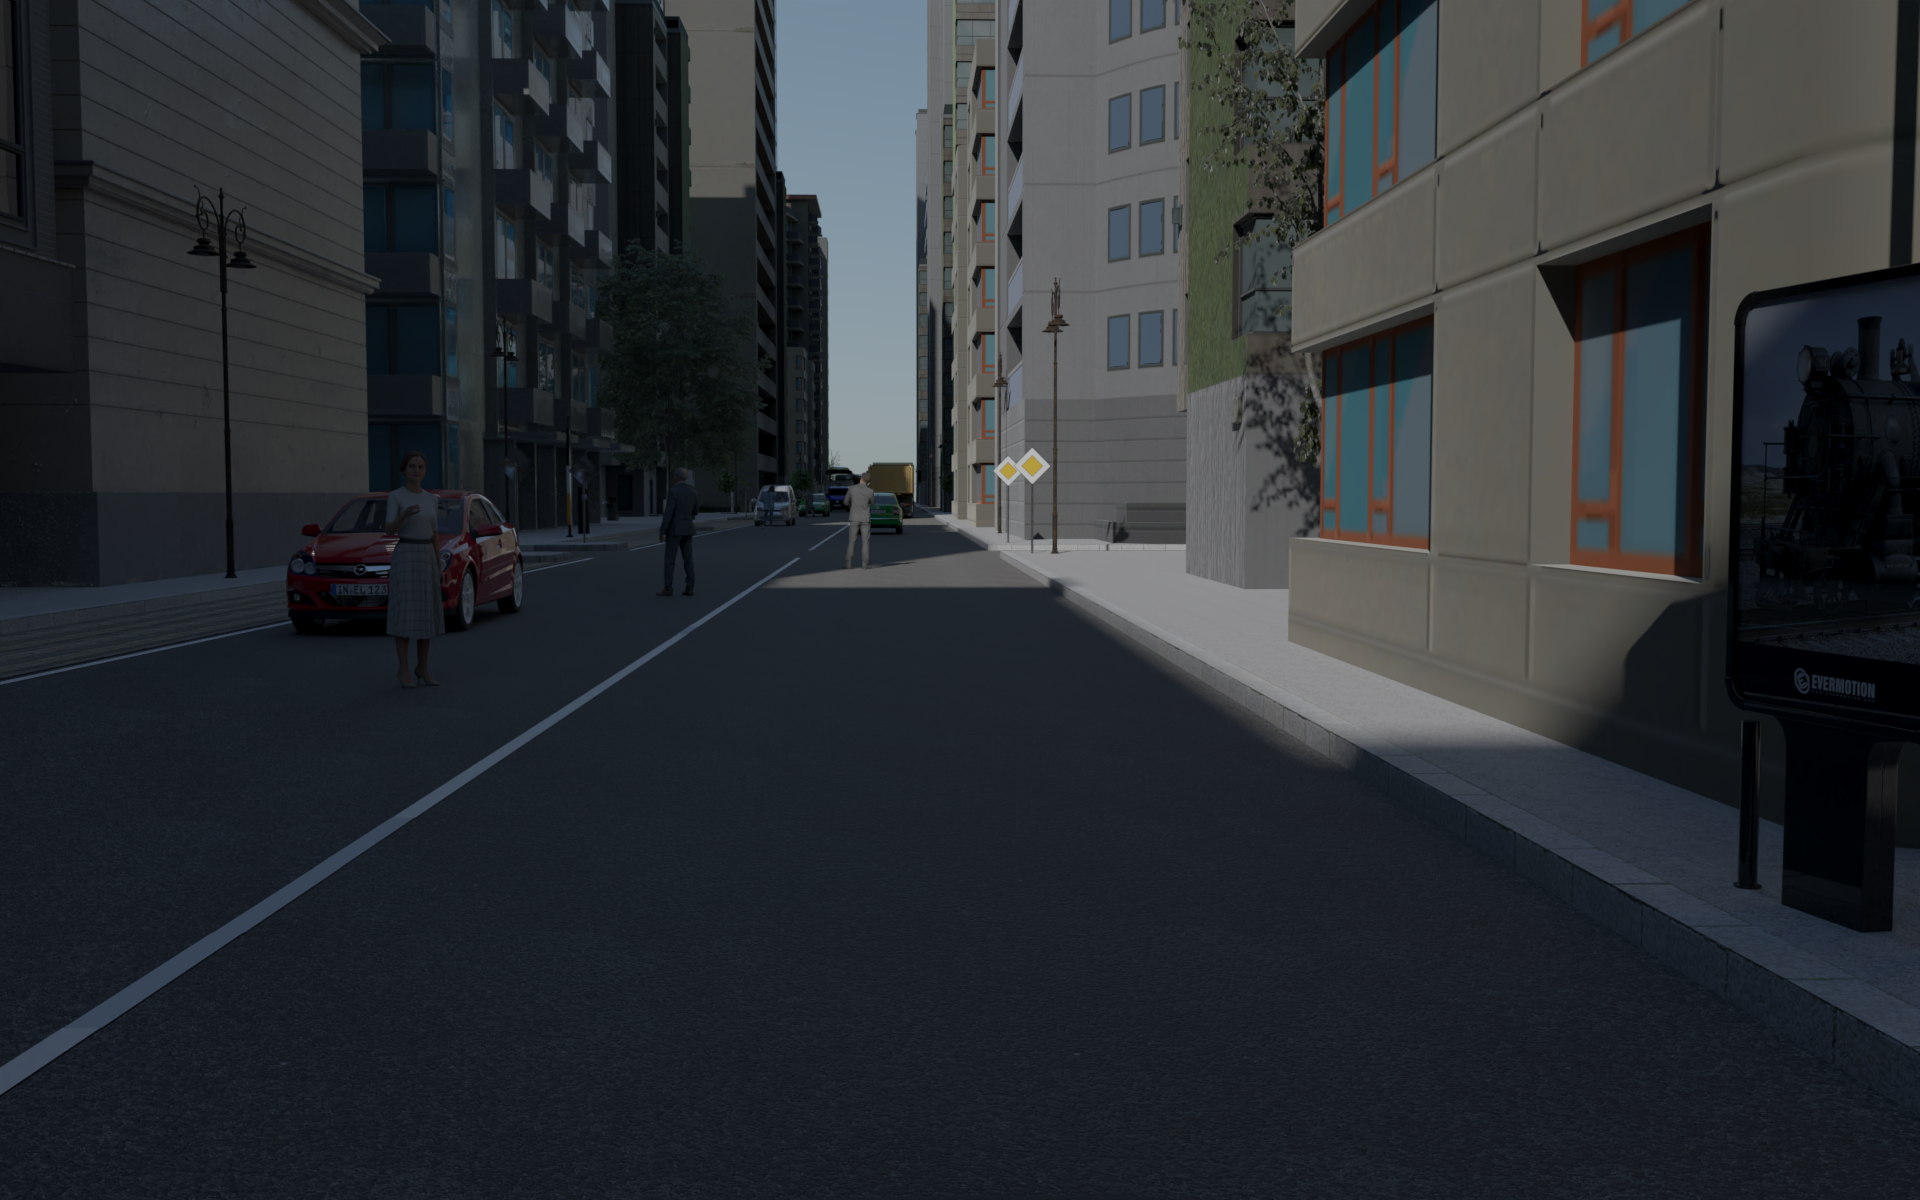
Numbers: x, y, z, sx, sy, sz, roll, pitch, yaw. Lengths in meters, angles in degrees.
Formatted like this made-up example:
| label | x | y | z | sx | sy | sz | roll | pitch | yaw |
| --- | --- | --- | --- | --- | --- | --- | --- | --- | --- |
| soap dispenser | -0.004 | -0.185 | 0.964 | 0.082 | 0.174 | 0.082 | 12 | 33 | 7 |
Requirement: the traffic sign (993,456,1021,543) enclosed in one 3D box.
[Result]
| label | x | y | z | sx | sy | sz | roll | pitch | yaw |
| --- | --- | --- | --- | --- | --- | --- | --- | --- | --- |
| traffic sign | 1.262 | -2.556 | 45.429 | 0.795 | 2.450 | 0.064 | 0 | 4 | -2 |

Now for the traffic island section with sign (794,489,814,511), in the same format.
| label | x | y | z | sx | sy | sz | roll | pitch | yaw |
| --- | --- | --- | --- | --- | --- | --- | --- | --- | --- |
| traffic island section with sign | -13.517 | -8.347 | 145.093 | 1.989 | 1.847 | 2.006 | 0 | 4 | -2 |

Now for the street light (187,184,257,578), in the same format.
| label | x | y | z | sx | sy | sz | roll | pitch | yaw |
| --- | --- | --- | --- | --- | --- | --- | --- | --- | --- |
| street light | -11.137 | -3.272 | 26.280 | 0.468 | 5.910 | 1.993 | 0 | 4 | -2 |

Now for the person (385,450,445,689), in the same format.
| label | x | y | z | sx | sy | sz | roll | pitch | yaw |
| --- | --- | --- | --- | --- | --- | --- | --- | --- | --- |
| person | -3.999 | -0.229 | 12.814 | 0.524 | 1.755 | 0.480 | 3 | 4 | 37 |

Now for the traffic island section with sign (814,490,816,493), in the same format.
| label | x | y | z | sx | sy | sz | roll | pitch | yaw |
| --- | --- | --- | --- | --- | --- | --- | --- | --- | --- |
| traffic island section with sign | -14.521 | -9.994 | 172.030 | 1.989 | 1.847 | 2.006 | 0 | 4 | -2 |

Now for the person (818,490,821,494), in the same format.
| label | x | y | z | sx | sy | sz | roll | pitch | yaw |
| --- | --- | --- | --- | --- | --- | --- | --- | --- | --- |
| person | -15.036 | -10.800 | 185.085 | 0.705 | 1.823 | 1.348 | 0 | 4 | 3 |

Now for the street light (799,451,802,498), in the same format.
| label | x | y | z | sx | sy | sz | roll | pitch | yaw |
| --- | --- | --- | --- | --- | --- | --- | --- | --- | --- |
| street light | -17.168 | -13.076 | 186.571 | 0.468 | 5.910 | 1.993 | 0 | 4 | -2 |

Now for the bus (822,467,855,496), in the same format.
| label | x | y | z | sx | sy | sz | roll | pitch | yaw |
| --- | --- | --- | --- | --- | --- | --- | --- | --- | --- |
| bus | -10.958 | -10.212 | 158.511 | 2.896 | 3.916 | 12.252 | 0 | 4 | -2 |

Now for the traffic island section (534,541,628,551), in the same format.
| label | x | y | z | sx | sy | sz | roll | pitch | yaw |
| --- | --- | --- | --- | --- | --- | --- | --- | --- | --- |
| traffic island section | -9.799 | -1.396 | 45.101 | 2.009 | 0.180 | 2.903 | 0 | 4 | -2 |

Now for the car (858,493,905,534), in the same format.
| label | x | y | z | sx | sy | sz | roll | pitch | yaw |
| --- | --- | --- | --- | --- | --- | --- | --- | --- | --- |
| car | -2.969 | -3.312 | 62.945 | 1.959 | 1.807 | 4.718 | 0 | 4 | -2 |

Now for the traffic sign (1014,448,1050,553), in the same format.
| label | x | y | z | sx | sy | sz | roll | pitch | yaw |
| --- | --- | --- | --- | --- | --- | --- | --- | --- | --- |
| traffic sign | 1.558 | -2.068 | 37.449 | 0.795 | 2.450 | 0.064 | 0 | 4 | -2 |

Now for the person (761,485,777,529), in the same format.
| label | x | y | z | sx | sy | sz | roll | pitch | yaw |
| --- | --- | --- | --- | --- | --- | --- | --- | --- | --- |
| person | -7.931 | -3.849 | 71.701 | 0.793 | 1.790 | 0.793 | -2 | 4 | -24 |

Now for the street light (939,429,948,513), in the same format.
| label | x | y | z | sx | sy | sz | roll | pitch | yaw |
| --- | --- | --- | --- | --- | --- | --- | --- | --- | --- |
| street light | -1.043 | -9.013 | 120.154 | 0.468 | 5.910 | 1.993 | 0 | 4 | -2 |

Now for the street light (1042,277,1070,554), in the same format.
| label | x | y | z | sx | sy | sz | roll | pitch | yaw |
| --- | --- | --- | --- | --- | --- | --- | --- | --- | --- |
| street light | 2.039 | -3.931 | 37.066 | 0.468 | 5.910 | 1.993 | 0 | 4 | -2 |

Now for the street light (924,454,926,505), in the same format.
| label | x | y | z | sx | sy | sz | roll | pitch | yaw |
| --- | --- | --- | --- | --- | --- | --- | --- | --- | --- |
| street light | -3.884 | -13.689 | 196.603 | 0.468 | 5.910 | 1.993 | 0 | 4 | -2 |

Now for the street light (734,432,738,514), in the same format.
| label | x | y | z | sx | sy | sz | roll | pitch | yaw |
| --- | --- | --- | --- | --- | --- | --- | --- | --- | --- |
| street light | -14.271 | -8.409 | 110.279 | 0.468 | 5.910 | 1.993 | 0 | 4 | -2 |

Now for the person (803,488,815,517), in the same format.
| label | x | y | z | sx | sy | sz | roll | pitch | yaw |
| --- | --- | --- | --- | --- | --- | --- | --- | --- | --- |
| person | -9.263 | -5.975 | 106.291 | 0.767 | 1.812 | 0.694 | 3 | 4 | 36 |

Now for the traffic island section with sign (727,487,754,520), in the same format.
| label | x | y | z | sx | sy | sz | roll | pitch | yaw |
| --- | --- | --- | --- | --- | --- | --- | --- | --- | --- |
| traffic island section with sign | -11.649 | -5.262 | 94.669 | 1.989 | 1.847 | 2.006 | 0 | 4 | -2 |

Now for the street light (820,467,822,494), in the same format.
| label | x | y | z | sx | sy | sz | roll | pitch | yaw |
| --- | --- | --- | --- | --- | --- | --- | --- | --- | --- |
| street light | -18.972 | -16.139 | 236.652 | 0.468 | 5.910 | 1.993 | 0 | 4 | -2 |

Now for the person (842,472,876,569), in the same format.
| label | x | y | z | sx | sy | sz | roll | pitch | yaw |
| --- | --- | --- | --- | --- | --- | --- | --- | --- | --- |
| person | -1.941 | -1.520 | 33.154 | 0.655 | 1.846 | 0.447 | 0 | 4 | -3 |

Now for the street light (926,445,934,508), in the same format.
| label | x | y | z | sx | sy | sz | roll | pitch | yaw |
| --- | --- | --- | --- | --- | --- | --- | --- | --- | --- |
| street light | -2.713 | -11.708 | 164.218 | 0.468 | 5.910 | 1.993 | 0 | 4 | -2 |

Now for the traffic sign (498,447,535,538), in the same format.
| label | x | y | z | sx | sy | sz | roll | pitch | yaw |
| --- | --- | --- | --- | --- | --- | --- | --- | --- | --- |
| traffic sign | -9.479 | -2.044 | 37.061 | 0.795 | 2.450 | 0.064 | 0 | 4 | -2 |

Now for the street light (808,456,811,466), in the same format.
| label | x | y | z | sx | sy | sz | roll | pitch | yaw |
| --- | --- | --- | --- | --- | --- | --- | --- | --- | --- |
| street light | -17.737 | -14.191 | 204.805 | 0.468 | 5.910 | 1.993 | 0 | 4 | -2 |

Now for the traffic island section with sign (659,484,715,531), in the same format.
| label | x | y | z | sx | sy | sz | roll | pitch | yaw |
| --- | --- | --- | --- | --- | --- | --- | --- | --- | --- |
| traffic island section with sign | -10.650 | -3.615 | 67.732 | 1.989 | 1.847 | 2.006 | 0 | 4 | -2 |

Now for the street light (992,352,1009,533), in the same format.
| label | x | y | z | sx | sy | sz | roll | pitch | yaw |
| --- | --- | --- | --- | --- | --- | --- | --- | --- | --- |
| street light | 1.299 | -5.106 | 56.272 | 0.468 | 5.910 | 1.993 | 0 | 4 | -2 |

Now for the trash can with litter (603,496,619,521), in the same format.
| label | x | y | z | sx | sy | sz | roll | pitch | yaw |
| --- | --- | --- | --- | --- | --- | --- | --- | --- | --- |
| trash can with litter | -16.707 | -4.381 | 83.013 | 0.624 | 1.170 | 1.055 | 0 | 4 | 2 |

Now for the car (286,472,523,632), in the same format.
| label | x | y | z | sx | sy | sz | roll | pitch | yaw |
| --- | --- | --- | --- | --- | --- | --- | --- | --- | --- |
| car | -6.116 | -0.633 | 19.392 | 2.155 | 1.783 | 4.494 | 0 | 4 | -4 |

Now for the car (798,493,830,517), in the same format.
| label | x | y | z | sx | sy | sz | roll | pitch | yaw |
| --- | --- | --- | --- | --- | --- | --- | --- | --- | --- |
| car | -9.236 | -6.180 | 109.844 | 1.959 | 1.807 | 4.718 | 0 | 4 | 0 |

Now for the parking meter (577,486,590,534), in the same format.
| label | x | y | z | sx | sy | sz | roll | pitch | yaw |
| --- | --- | --- | --- | --- | --- | --- | --- | --- | --- |
| parking meter | -12.144 | -2.903 | 55.871 | 0.372 | 1.533 | 0.369 | 0 | 3 | 0 |

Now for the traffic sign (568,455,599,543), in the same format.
| label | x | y | z | sx | sy | sz | roll | pitch | yaw |
| --- | --- | --- | --- | --- | --- | --- | --- | --- | --- |
| traffic sign | -9.776 | -2.532 | 45.041 | 0.795 | 2.450 | 0.064 | 0 | 4 | -2 |

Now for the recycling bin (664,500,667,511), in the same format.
| label | x | y | z | sx | sy | sz | roll | pitch | yaw |
| --- | --- | --- | --- | --- | --- | --- | --- | --- | --- |
| recycling bin | -13.158 | -4.109 | 79.744 | 0.722 | 1.027 | 0.722 | 2 | 4 | 29 |

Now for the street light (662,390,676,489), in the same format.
| label | x | y | z | sx | sy | sz | roll | pitch | yaw |
| --- | --- | --- | --- | --- | --- | --- | --- | --- | --- |
| street light | -12.998 | -6.399 | 77.414 | 0.468 | 5.910 | 1.993 | 0 | 4 | -2 |

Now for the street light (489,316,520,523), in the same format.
| label | x | y | z | sx | sy | sz | roll | pitch | yaw |
| --- | --- | --- | --- | --- | --- | --- | --- | --- | --- |
| street light | -11.831 | -4.425 | 45.135 | 0.468 | 5.910 | 1.993 | 0 | 4 | -2 |

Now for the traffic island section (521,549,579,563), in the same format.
| label | x | y | z | sx | sy | sz | roll | pitch | yaw |
| --- | --- | --- | --- | --- | --- | --- | --- | --- | --- |
| traffic island section | -9.502 | -0.908 | 37.122 | 2.009 | 0.180 | 2.903 | 0 | 4 | -2 |

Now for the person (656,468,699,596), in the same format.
| label | x | y | z | sx | sy | sz | roll | pitch | yaw |
| --- | --- | --- | --- | --- | --- | --- | --- | --- | --- |
| person | -4.019 | -0.967 | 24.490 | 0.590 | 1.801 | 0.661 | 3 | 4 | 38 |
